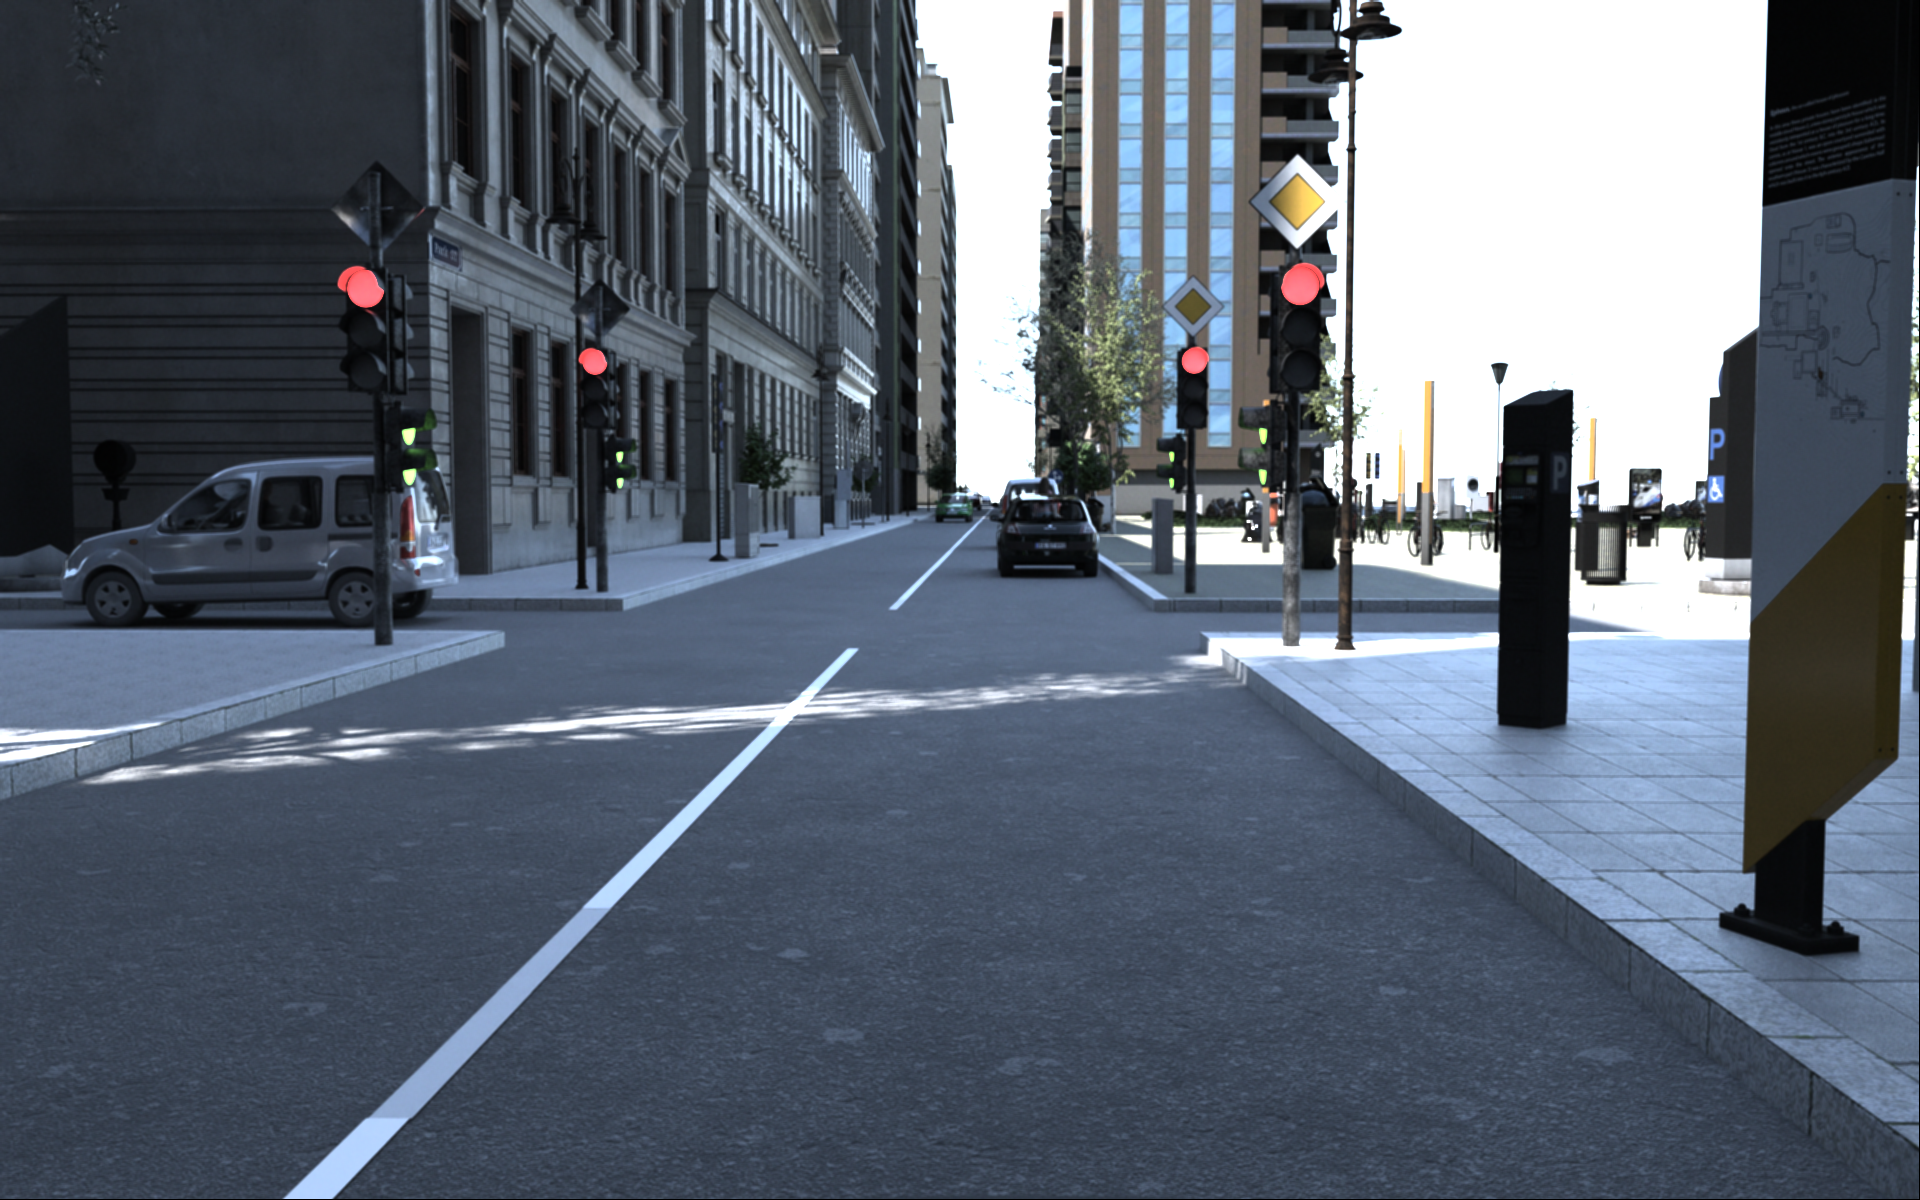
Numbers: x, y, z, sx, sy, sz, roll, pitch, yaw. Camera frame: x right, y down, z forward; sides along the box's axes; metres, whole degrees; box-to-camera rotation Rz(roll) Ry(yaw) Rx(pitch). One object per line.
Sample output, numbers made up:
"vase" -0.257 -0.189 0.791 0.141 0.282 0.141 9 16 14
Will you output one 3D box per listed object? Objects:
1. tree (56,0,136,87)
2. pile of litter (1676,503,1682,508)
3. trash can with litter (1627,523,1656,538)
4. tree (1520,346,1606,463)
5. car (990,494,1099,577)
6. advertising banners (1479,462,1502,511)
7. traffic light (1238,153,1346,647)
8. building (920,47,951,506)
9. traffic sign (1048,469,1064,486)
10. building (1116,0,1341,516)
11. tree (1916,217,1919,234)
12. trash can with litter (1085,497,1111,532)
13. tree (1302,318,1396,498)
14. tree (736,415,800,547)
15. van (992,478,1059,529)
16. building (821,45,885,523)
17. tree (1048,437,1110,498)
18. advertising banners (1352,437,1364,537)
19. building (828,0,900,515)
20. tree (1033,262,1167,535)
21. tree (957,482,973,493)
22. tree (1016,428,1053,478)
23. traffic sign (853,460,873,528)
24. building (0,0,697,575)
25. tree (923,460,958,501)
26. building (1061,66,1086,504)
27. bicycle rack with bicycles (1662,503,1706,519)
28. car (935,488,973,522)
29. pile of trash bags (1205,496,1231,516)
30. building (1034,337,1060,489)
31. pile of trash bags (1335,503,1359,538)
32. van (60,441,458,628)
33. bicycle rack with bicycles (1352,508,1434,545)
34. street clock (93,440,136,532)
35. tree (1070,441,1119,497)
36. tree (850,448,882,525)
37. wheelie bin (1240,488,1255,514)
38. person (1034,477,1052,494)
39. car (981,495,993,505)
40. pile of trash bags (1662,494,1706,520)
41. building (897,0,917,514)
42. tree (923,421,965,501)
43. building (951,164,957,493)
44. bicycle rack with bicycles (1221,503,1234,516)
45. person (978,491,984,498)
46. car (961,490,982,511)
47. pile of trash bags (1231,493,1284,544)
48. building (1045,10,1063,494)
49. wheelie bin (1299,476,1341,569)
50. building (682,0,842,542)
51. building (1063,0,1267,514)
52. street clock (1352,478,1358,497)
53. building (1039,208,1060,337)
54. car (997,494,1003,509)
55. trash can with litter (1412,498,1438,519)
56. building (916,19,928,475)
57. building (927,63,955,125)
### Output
"tree" -6.154 -5.951 7.670 12.009 13.543 11.850 0 3 0
"pile of litter" 36.949 -4.582 88.881 1.719 0.858 1.176 3 5 42
"trash can with litter" 19.541 -2.353 49.865 0.624 1.170 1.055 -3 4 -39
"tree" 30.008 -8.369 87.189 4.360 8.622 3.978 0 3 0
"car" 1.549 -1.323 31.416 2.009 1.686 4.222 0 4 0
"advertising banners" 28.872 -6.007 94.406 2.074 3.025 0.090 3 4 37
"traffic light" 2.766 -1.561 14.451 0.839 4.253 0.868 0 4 2
"building" -12.348 -34.811 192.855 21.300 48.544 21.600 0 4 2
"traffic sign" 4.867 -5.364 87.807 0.768 2.556 0.104 0 4 4
"building" 14.620 -27.843 105.352 14.600 45.320 14.200 0 4 2
"tree" 23.568 -5.552 41.146 4.737 8.622 4.395 0 3 0
"trash can with litter" 4.715 -2.894 58.699 1.055 1.170 0.624 -3 4 -39
"tree" 16.149 -7.527 73.427 4.737 8.622 4.395 0 3 0
"tree" -5.015 -2.924 42.417 1.663 3.219 1.824 0 3 0
"van" 1.847 -2.377 45.881 2.013 2.044 4.112 0 4 1
"building" -9.885 -15.645 84.681 11.050 23.489 19.941 0 4 2
"tree" 6.144 -6.534 90.545 4.285 4.588 4.351 0 3 0
"advertising banners" 12.053 -3.457 52.706 0.090 3.025 2.074 0 4 3
"building" -11.138 -25.749 104.585 14.154 41.232 14.086 0 4 2
"tree" 4.630 -6.352 54.215 4.737 8.622 4.395 0 3 0
"tree" 0.757 -15.425 246.793 1.663 3.219 1.824 0 3 0
"tree" 8.272 -14.397 185.760 4.360 8.622 3.978 0 3 0
"traffic sign" -3.658 -3.989 65.329 0.768 2.556 0.104 0 4 3
"building" -12.343 -12.115 34.245 11.583 22.565 21.152 0 4 2
"tree" -1.880 -11.198 166.807 4.285 4.588 4.351 0 3 0
"building" 14.053 -21.333 120.502 14.160 30.474 14.107 0 4 2
"bicycle rack with bicycles" 27.903 -3.312 67.535 2.852 0.926 2.925 2 4 32
"car" -0.292 -4.895 88.832 1.959 1.807 4.718 0 4 3
"pile of trash bags" 14.367 -4.973 91.065 1.912 1.369 3.447 3 5 39
"building" 22.787 -21.963 204.142 27.650 21.520 28.899 0 4 2
"pile of trash bags" 10.620 -2.486 50.398 1.912 1.369 3.447 1 4 12
"van" -7.797 -0.753 19.326 4.112 2.044 2.013 0 4 1
"bicycle rack with bicycles" 11.231 -1.931 44.958 2.852 0.926 2.925 1 4 16
"street clock" -11.347 -1.145 23.299 0.471 2.002 0.358 0 4 5
"tree" 4.569 -4.074 61.214 1.663 3.219 1.824 0 3 0
"tree" -4.118 -4.797 73.026 1.663 3.219 1.824 0 3 0
"wheelie bin" 14.267 -4.774 85.967 0.693 1.594 0.980 0 4 0
"person" 1.977 -1.941 40.238 0.555 1.821 0.388 0 4 -1
"car" 3.355 -13.484 232.818 2.083 1.381 4.827 0 4 2
"pile of trash bags" 31.698 -4.066 76.227 3.447 1.369 1.912 -2 4 -26
"building" -14.246 -30.509 122.518 21.300 48.544 21.600 0 4 2
"tree" -1.928 -13.562 172.102 4.360 8.622 3.978 0 3 0
"building" -11.357 -37.807 241.850 21.300 48.544 21.600 0 4 2
"bicycle rack with bicycles" 12.231 -3.708 74.014 2.852 0.926 2.925 1 4 11
"person" 2.341 -12.932 219.956 1.348 1.821 0.705 1 4 12
"car" 0.847 -8.801 152.563 2.281 1.827 5.304 0 4 2
"pile of trash bags" 8.336 -2.205 45.812 1.912 1.369 3.447 1 4 13
"building" 18.948 -30.736 157.163 22.147 44.769 28.867 0 4 2
"wheelie bin" 6.093 -1.332 29.679 0.693 1.594 0.980 0 4 -4
"building" -13.509 -13.856 59.832 16.112 22.955 30.059 0 4 2
"building" 15.090 -29.632 134.602 14.600 45.320 14.200 0 4 2
"street clock" 17.612 -4.477 77.774 0.358 2.002 0.471 -3 5 -41
"building" 18.311 -34.586 249.077 14.154 41.232 14.086 0 4 2
"car" 4.637 -9.693 168.267 2.009 1.686 4.222 0 4 1
"trash can with litter" 18.967 -3.638 70.872 1.055 1.170 0.624 -1 4 -17
"building" -14.908 -32.349 148.509 23.786 49.044 30.456 0 4 2
"building" -15.325 -38.415 217.317 28.713 52.752 27.495 0 4 2
